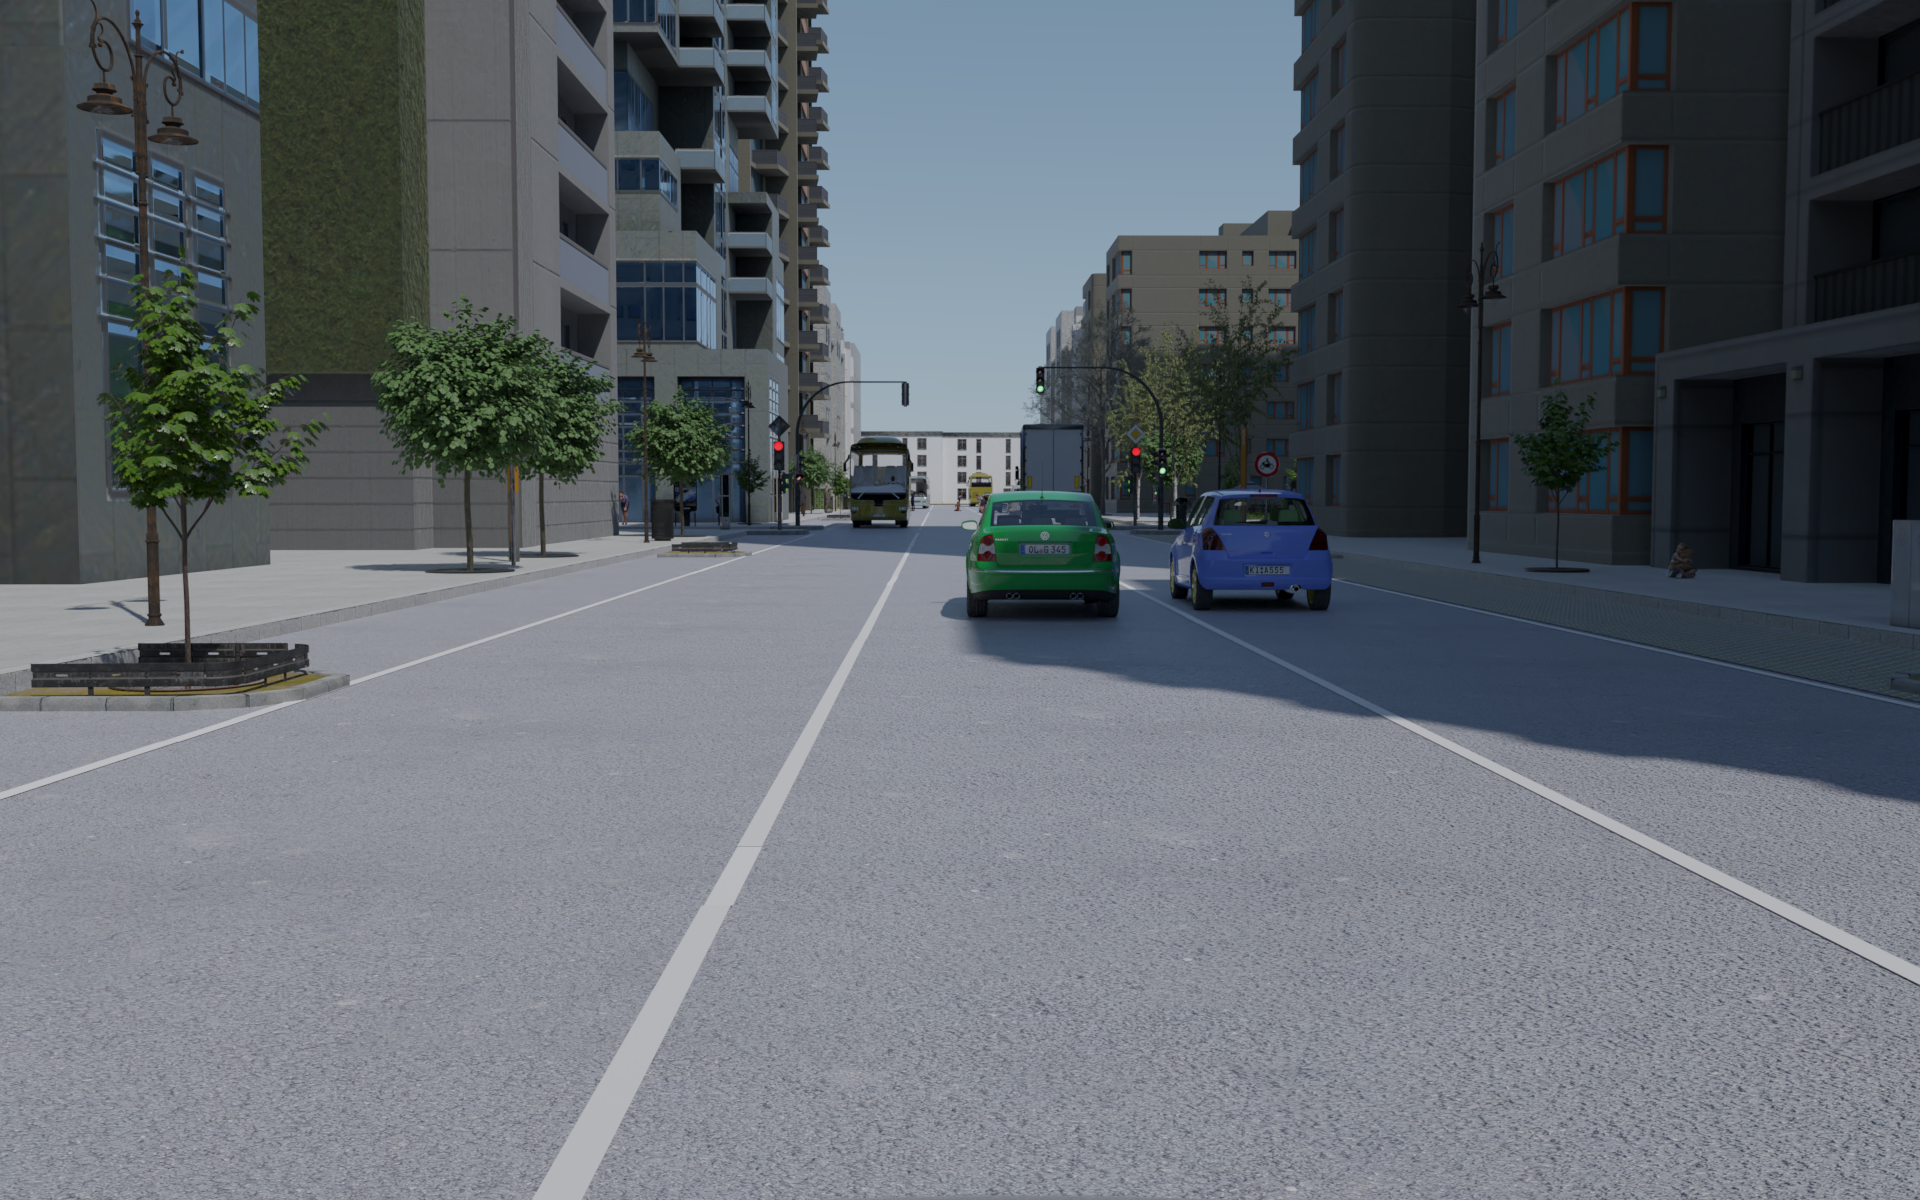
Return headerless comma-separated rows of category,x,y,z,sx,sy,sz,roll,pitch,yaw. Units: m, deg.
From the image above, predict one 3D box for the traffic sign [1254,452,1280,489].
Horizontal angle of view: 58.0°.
traffic sign,9.247,-3.190,52.255,0.768,2.556,0.104,0,4,1

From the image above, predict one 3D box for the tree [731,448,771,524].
tree,-8.801,-4.822,73.445,1.663,3.219,1.824,0,3,0

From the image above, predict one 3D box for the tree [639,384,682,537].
tree,-8.458,-3.159,35.356,4.285,4.588,4.351,0,3,0

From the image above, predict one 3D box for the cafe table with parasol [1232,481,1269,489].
cafe table with parasol,15.179,-5.235,90.461,2.610,1.966,2.610,-1,4,-16

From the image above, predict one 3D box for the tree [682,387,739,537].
tree,-8.391,-4.178,52.020,4.285,4.588,4.351,0,3,0

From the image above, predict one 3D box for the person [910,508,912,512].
person,-3.993,-7.564,136.087,0.435,1.345,0.340,0,4,-5

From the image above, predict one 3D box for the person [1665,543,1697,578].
person,10.960,-0.600,26.331,0.381,0.543,0.357,-2,4,-25

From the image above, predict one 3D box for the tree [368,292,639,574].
tree,-8.078,-2.740,28.509,4.285,4.588,4.351,0,3,0

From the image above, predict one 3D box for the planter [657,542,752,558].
planter,-5.864,-1.159,40.096,1.991,0.319,1.994,0,4,-1

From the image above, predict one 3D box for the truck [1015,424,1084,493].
truck,3.853,-5.264,74.977,2.839,4.237,11.283,0,4,1

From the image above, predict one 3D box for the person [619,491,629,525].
person,-13.965,-3.832,71.923,0.421,1.427,0.697,1,4,8

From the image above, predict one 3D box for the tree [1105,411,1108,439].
tree,9.306,-8.550,90.147,4.737,8.622,4.395,0,3,0

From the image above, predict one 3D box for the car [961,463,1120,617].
car,0.984,-0.778,21.514,1.959,1.807,4.718,0,4,1

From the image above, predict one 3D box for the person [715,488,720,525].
person,-9.685,-3.801,70.396,0.614,1.554,0.590,-2,4,-28

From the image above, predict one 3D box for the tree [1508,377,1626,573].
tree,9.833,-2.087,28.720,1.663,3.219,1.824,0,3,0

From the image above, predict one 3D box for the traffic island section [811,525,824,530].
traffic island section,-6.550,-2.904,69.763,2.009,0.180,2.903,0,4,-1

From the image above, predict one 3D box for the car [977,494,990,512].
car,2.381,-7.680,135.361,2.009,1.686,4.222,0,4,-2

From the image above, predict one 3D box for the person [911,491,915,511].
person,-4.032,-8.287,144.703,0.504,1.737,0.576,-3,4,-36

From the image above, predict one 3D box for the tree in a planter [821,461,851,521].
tree in a planter,-6.529,-5.939,94.320,1.991,3.239,1.994,0,4,-1

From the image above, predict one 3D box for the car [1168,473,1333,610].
car,3.726,-0.799,22.658,1.945,1.707,3.694,0,4,0

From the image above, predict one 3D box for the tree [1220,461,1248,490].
tree,14.889,-6.207,96.078,1.663,3.219,1.824,0,3,0

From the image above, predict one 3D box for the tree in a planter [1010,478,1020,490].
tree in a planter,5.847,-10.668,171.641,1.991,3.239,1.994,0,4,-1

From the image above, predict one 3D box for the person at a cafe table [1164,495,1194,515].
person at a cafe table,13.724,-5.949,108.132,1.726,1.238,1.698,1,4,16

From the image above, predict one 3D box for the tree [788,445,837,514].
tree,-9.747,-7.891,112.738,4.285,4.588,4.351,0,3,0

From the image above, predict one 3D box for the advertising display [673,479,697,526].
advertising display,-10.944,-3.901,68.988,0.974,1.923,0.123,-2,4,-34

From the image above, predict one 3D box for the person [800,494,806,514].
person,-9.905,-6.165,109.114,0.482,1.546,0.388,3,4,37

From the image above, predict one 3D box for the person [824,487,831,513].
person,-8.907,-6.707,116.258,0.434,1.755,0.990,0,4,0

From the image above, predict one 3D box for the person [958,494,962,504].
person,0.024,-11.566,200.829,0.421,1.427,0.697,3,5,43

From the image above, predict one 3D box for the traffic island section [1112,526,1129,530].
traffic island section,7.091,-2.914,69.923,2.009,0.180,2.903,0,4,-1

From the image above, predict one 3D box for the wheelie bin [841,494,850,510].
wheelie bin,-9.379,-8.196,141.916,0.693,1.594,0.980,1,4,18

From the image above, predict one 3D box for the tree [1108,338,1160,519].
tree,9.435,-7.549,73.788,4.737,8.622,4.395,0,3,0

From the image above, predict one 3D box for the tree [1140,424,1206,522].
tree,9.607,-5.836,79.140,4.285,4.588,4.351,0,3,0

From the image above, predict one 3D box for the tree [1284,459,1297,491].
tree,14.289,-4.726,71.872,1.663,3.219,1.824,0,3,0

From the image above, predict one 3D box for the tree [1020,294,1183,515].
tree,8.899,-11.948,105.719,12.009,13.543,11.850,0,3,0

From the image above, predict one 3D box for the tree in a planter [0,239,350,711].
tree in a planter,-5.533,-0.923,12.314,1.991,3.239,1.994,0,4,-1

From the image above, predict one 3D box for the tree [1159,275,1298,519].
tree,9.112,-6.558,57.587,4.737,8.622,4.395,0,3,0

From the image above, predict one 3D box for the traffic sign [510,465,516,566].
traffic sign,-8.011,-1.890,31.003,0.768,2.556,0.104,0,4,4

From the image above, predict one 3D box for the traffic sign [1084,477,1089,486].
traffic sign,8.436,-7.257,118.655,0.884,2.594,0.081,0,4,8

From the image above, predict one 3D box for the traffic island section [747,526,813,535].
traffic island section,-6.453,-2.416,61.778,2.009,0.180,2.903,0,4,-1

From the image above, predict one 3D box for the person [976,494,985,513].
person,1.501,-7.109,127.973,0.697,1.427,0.421,1,4,15

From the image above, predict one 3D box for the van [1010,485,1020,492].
van,3.096,-4.693,83.747,2.013,2.044,4.112,0,4,1

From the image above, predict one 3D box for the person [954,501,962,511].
person,-0.275,-7.811,144.497,0.859,0.850,0.655,-3,5,-39
